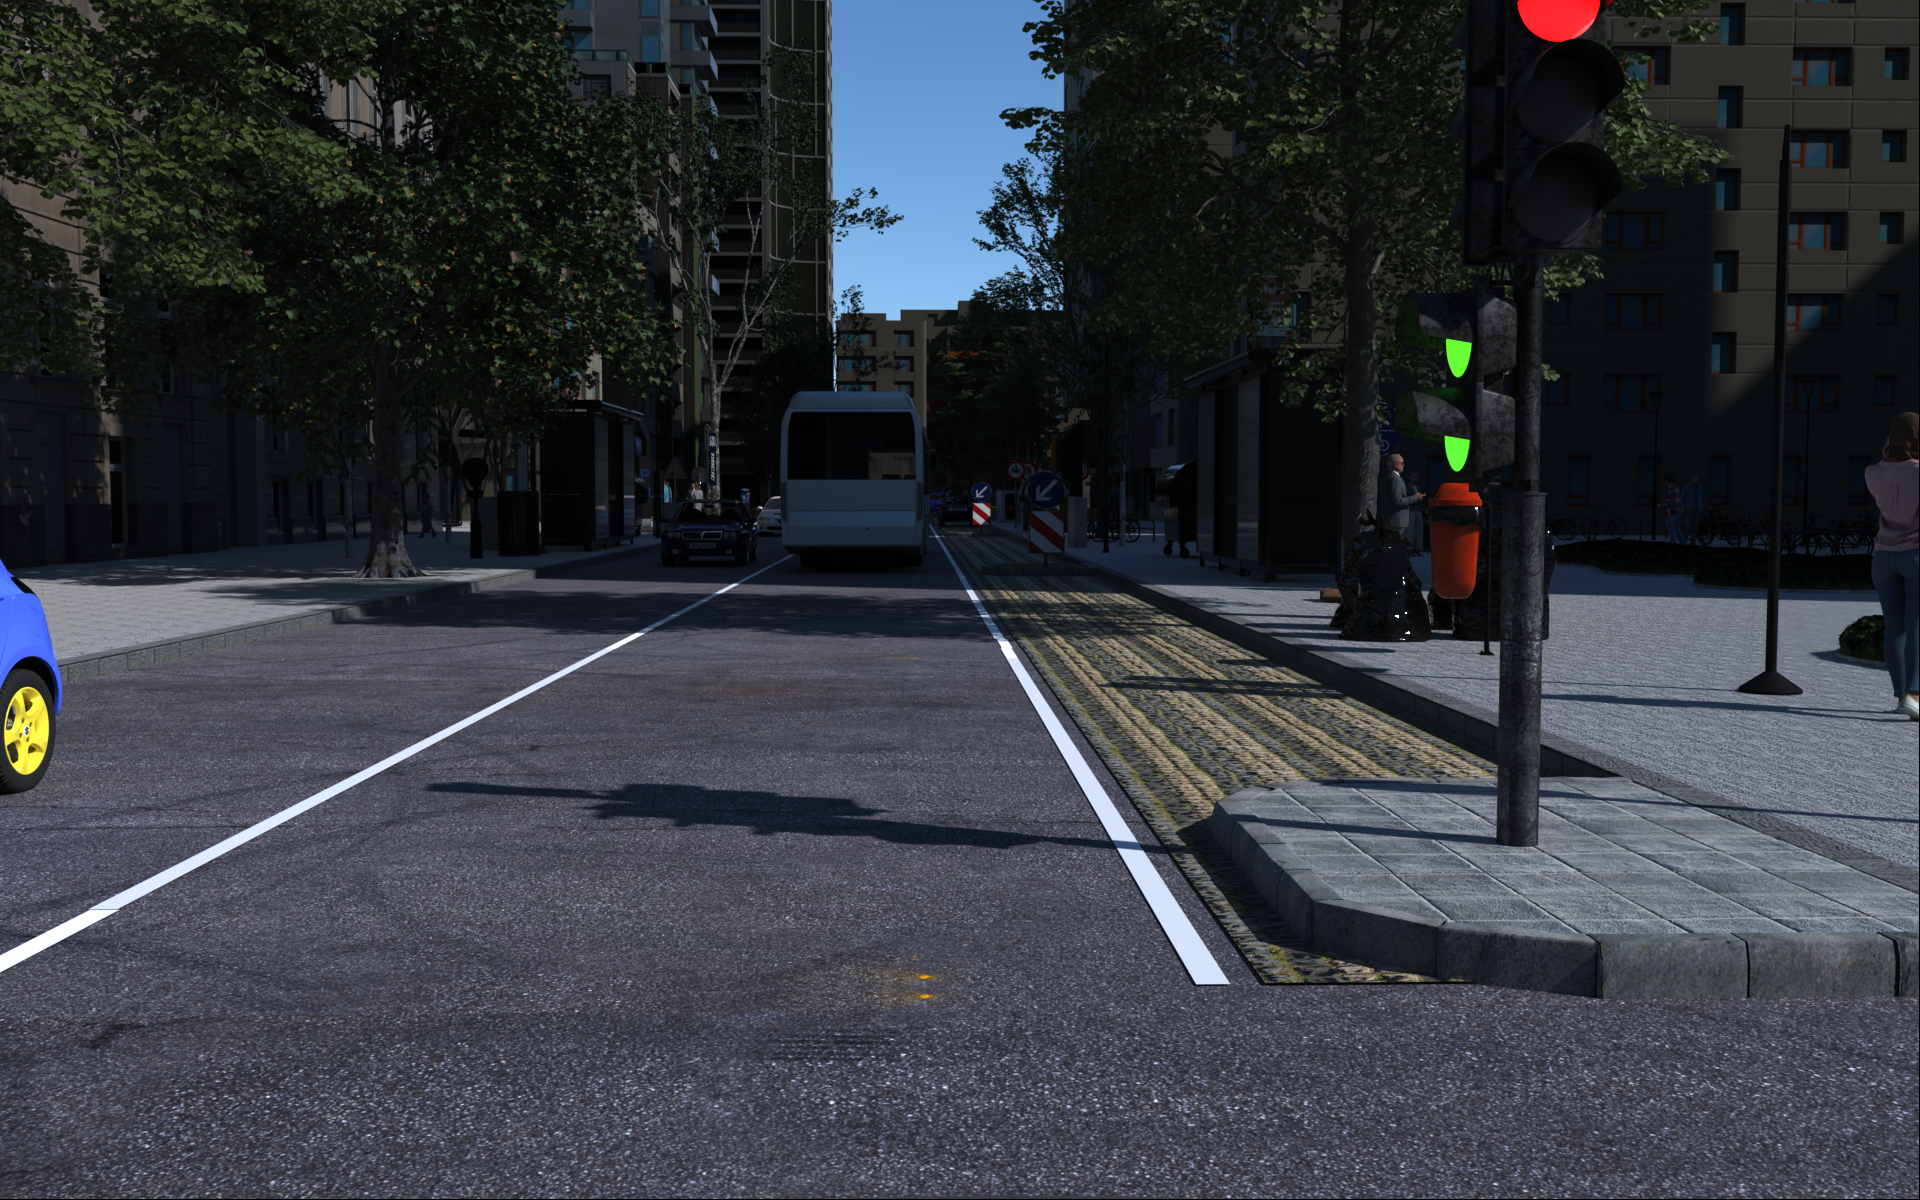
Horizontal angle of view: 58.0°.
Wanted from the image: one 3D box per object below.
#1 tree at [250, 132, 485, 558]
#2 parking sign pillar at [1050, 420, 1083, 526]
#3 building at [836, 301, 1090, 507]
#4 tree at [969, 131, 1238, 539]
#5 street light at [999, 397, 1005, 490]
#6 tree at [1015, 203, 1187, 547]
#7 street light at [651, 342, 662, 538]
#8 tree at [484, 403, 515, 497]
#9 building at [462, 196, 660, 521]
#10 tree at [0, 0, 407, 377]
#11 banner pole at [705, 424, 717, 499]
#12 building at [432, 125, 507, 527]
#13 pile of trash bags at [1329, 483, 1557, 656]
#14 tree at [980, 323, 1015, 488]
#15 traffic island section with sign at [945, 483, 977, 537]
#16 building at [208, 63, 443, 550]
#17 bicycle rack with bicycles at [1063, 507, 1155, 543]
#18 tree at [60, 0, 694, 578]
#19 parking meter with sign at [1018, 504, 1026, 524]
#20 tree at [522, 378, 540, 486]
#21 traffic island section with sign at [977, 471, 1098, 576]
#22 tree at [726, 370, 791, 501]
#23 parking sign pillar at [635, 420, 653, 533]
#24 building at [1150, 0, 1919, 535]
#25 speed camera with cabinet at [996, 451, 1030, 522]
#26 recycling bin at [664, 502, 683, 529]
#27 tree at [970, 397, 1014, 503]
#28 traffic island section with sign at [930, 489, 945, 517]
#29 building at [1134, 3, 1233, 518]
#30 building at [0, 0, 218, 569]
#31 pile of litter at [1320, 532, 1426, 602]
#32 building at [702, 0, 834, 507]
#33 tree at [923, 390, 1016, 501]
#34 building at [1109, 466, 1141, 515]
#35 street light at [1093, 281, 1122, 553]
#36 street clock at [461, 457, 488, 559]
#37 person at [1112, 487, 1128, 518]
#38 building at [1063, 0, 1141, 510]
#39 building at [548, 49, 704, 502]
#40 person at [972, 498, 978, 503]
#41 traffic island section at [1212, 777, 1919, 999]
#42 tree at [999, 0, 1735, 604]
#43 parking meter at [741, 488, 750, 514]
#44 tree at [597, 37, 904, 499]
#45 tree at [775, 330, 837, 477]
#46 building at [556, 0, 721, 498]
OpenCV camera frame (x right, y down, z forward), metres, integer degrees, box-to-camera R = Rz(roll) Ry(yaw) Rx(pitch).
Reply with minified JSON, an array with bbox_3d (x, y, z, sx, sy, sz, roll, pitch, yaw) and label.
[{"bbox_3d":[-12.521,-5.149,34.555,4.737,8.622,4.395,0,3,0],"label":"tree"},{"bbox_3d":[3.847,-4.527,62.488,1.447,3.967,1.447,-3,5,-44],"label":"parking sign pillar"},{"bbox_3d":[1.721,-20.891,186.600,28.899,21.520,27.650,0,4,-2],"label":"building"},{"bbox_3d":[4.055,-7.575,49.608,9.928,11.665,9.643,0,3,0],"label":"tree"},{"bbox_3d":[1.955,-6.599,80.686,0.468,5.910,1.993,0,4,-2],"label":"street light"},{"bbox_3d":[3.737,-5.615,42.161,4.360,8.622,3.978,0,3,0],"label":"tree"},{"bbox_3d":[-8.788,-4.735,50.209,0.468,5.910,1.993,0,4,-2],"label":"street light"},{"bbox_3d":[-13.486,-5.526,40.720,4.737,8.622,4.395,0,3,0],"label":"tree"},{"bbox_3d":[-32.534,-15.291,95.044,27.650,21.520,28.899,0,4,-2],"label":"building"},{"bbox_3d":[-8.844,-5.919,14.898,7.486,12.596,7.792,0,3,0],"label":"tree"},{"bbox_3d":[-8.931,-4.404,62.025,0.401,3.779,0.863,2,4,24],"label":"banner pole"},{"bbox_3d":[-26.536,-12.188,66.720,16.820,18.784,16.811,0,4,-2],"label":"building"},{"bbox_3d":[4.255,-0.336,15.242,1.912,1.369,3.447,1,4,11],"label":"pile of trash bags"},{"bbox_3d":[2.527,-7.300,69.716,4.360,8.622,3.978,0,3,0],"label":"tree"},{"bbox_3d":[0.586,-3.043,58.377,1.989,1.847,2.006,0,4,-2],"label":"traffic island section with sign"},{"bbox_3d":[-23.416,-16.018,47.794,13.634,28.700,20.117,0,4,-2],"label":"building"},{"bbox_3d":[3.975,-2.032,46.607,2.852,0.926,2.925,-2,4,-33],"label":"bicycle rack with bicycles"},{"bbox_3d":[-8.725,-6.691,26.409,9.611,12.733,9.660,0,3,0],"label":"tree"},{"bbox_3d":[3.326,-4.726,73.535,1.738,3.016,0.543,-2,4,-25],"label":"parking meter with sign"},{"bbox_3d":[-13.682,-5.804,45.264,4.737,8.622,4.395,0,3,0],"label":"tree"},{"bbox_3d":[1.377,-1.366,30.955,1.989,1.847,2.006,0,4,-2],"label":"traffic island section with sign"},{"bbox_3d":[-11.407,-9.259,101.750,4.360,8.622,3.978,0,3,0],"label":"tree"},{"bbox_3d":[-10.743,-4.259,58.107,1.447,3.967,1.447,-2,4,-25],"label":"parking sign pillar"},{"bbox_3d":[23.263,-13.623,67.769,27.650,21.520,28.899,0,4,-2],"label":"building"},{"bbox_3d":[2.645,-5.163,78.748,2.038,3.252,0.660,-2,4,-31],"label":"speed camera with cabinet"},{"bbox_3d":[-8.747,-2.527,53.877,0.722,1.027,0.722,2,4,29],"label":"recycling bin"},{"bbox_3d":[2.113,-10.292,118.631,4.737,8.622,4.395,0,3,0],"label":"tree"},{"bbox_3d":[-0.843,-6.112,108.559,1.989,1.847,2.006,0,4,-2],"label":"traffic island section with sign"},{"bbox_3d":[17.045,-26.947,90.689,14.600,45.320,14.200,0,4,-2],"label":"building"},{"bbox_3d":[-21.745,-13.948,25.306,12.463,27.353,25.104,0,4,-2],"label":"building"},{"bbox_3d":[4.866,-0.396,20.446,1.176,0.858,1.719,0,4,2],"label":"pile of litter"},{"bbox_3d":[-24.001,-45.438,181.169,20.611,71.187,20.563,0,4,-2],"label":"building"},{"bbox_3d":[1.029,-12.800,143.699,8.767,10.594,7.601,0,4,0],"label":"tree"},{"bbox_3d":[26.305,-25.602,110.479,32.217,40.220,23.993,0,4,-2],"label":"building"},{"bbox_3d":[3.195,-3.970,37.702,0.468,5.910,1.993,0,4,-2],"label":"street light"},{"bbox_3d":[-9.606,-1.821,34.342,0.471,2.002,0.358,-3,4,-38],"label":"street clock"},{"bbox_3d":[8.213,-5.218,91.363,1.348,1.823,0.705,0,4,5],"label":"person"},{"bbox_3d":[22.613,-33.423,135.698,28.713,52.752,27.495,0,4,-2],"label":"building"},{"bbox_3d":[-25.207,-21.086,116.450,14.160,30.474,14.107,0,4,-2],"label":"building"},{"bbox_3d":[1.092,-6.848,121.274,0.557,1.426,1.065,-3,4,-38],"label":"person"},{"bbox_3d":[2.070,0.973,6.366,2.009,0.180,2.903,0,4,-2],"label":"traffic island section"},{"bbox_3d":[3.866,-6.058,17.176,7.486,12.596,7.792,0,3,0],"label":"tree"},{"bbox_3d":[-9.545,-4.199,77.071,0.372,1.533,0.369,0,3,0],"label":"parking meter"},{"bbox_3d":[-8.912,-13.172,71.255,12.611,20.169,13.585,0,3,0],"label":"tree"},{"bbox_3d":[-12.030,-12.513,121.599,9.611,12.733,9.660,0,3,0],"label":"tree"},{"bbox_3d":[-34.805,-31.605,136.346,30.456,49.044,23.786,0,4,-2],"label":"building"}]
